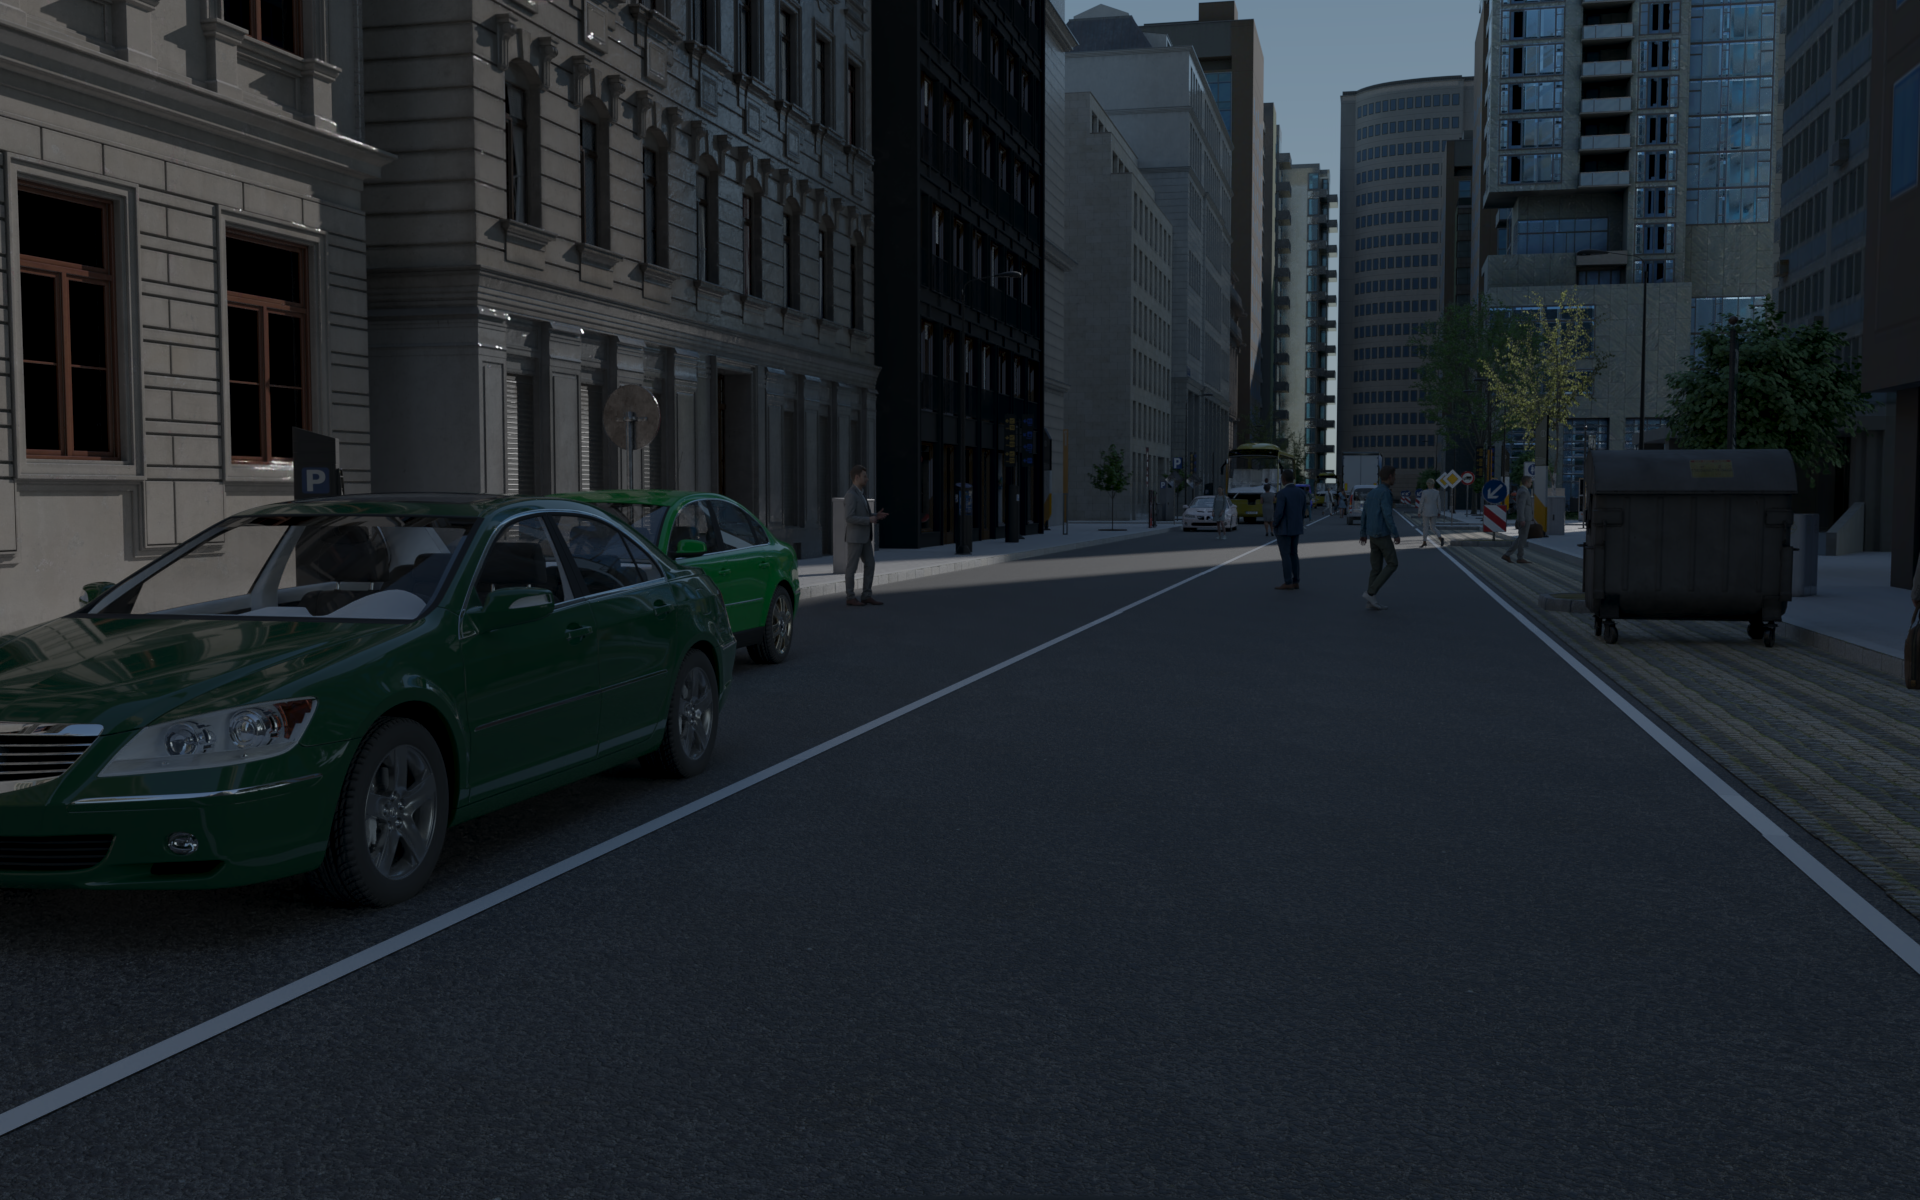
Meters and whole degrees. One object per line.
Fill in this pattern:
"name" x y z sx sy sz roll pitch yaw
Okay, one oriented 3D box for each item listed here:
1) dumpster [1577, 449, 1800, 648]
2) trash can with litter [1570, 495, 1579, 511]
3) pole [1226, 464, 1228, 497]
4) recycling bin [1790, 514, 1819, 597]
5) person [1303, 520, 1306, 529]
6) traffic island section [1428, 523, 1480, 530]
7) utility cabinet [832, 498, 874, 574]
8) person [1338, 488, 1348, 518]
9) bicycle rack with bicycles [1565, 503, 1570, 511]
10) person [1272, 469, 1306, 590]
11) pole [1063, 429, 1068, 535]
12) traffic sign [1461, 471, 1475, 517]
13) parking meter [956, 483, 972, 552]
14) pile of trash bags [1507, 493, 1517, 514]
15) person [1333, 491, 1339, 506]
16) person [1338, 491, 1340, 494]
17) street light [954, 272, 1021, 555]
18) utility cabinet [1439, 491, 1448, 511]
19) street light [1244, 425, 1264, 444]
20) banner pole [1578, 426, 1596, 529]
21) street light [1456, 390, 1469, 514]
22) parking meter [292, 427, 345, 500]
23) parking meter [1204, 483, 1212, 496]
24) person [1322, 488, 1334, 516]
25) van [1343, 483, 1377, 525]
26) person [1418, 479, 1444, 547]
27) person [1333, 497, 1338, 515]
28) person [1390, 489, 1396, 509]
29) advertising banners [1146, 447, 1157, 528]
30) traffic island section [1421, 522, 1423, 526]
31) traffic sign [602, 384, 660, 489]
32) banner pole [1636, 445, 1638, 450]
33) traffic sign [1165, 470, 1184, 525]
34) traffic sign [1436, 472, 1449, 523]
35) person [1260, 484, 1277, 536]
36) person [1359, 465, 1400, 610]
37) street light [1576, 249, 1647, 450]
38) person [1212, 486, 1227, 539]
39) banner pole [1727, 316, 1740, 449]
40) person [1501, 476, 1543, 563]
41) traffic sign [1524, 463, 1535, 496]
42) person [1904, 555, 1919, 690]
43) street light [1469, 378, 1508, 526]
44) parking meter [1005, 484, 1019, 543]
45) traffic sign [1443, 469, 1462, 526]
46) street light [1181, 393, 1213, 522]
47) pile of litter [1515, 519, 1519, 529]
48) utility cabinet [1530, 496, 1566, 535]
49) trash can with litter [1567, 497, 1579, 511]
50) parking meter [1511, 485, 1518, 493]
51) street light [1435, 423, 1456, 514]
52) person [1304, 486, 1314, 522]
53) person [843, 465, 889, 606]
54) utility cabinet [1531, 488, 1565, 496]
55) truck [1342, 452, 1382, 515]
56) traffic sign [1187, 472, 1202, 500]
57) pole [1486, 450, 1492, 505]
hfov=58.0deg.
"dumpster" 6.980 -0.519 16.708 1.865 1.857 1.264 1 4 15
"trash can with litter" 30.713 -4.684 87.636 2.233 1.210 1.678 1 4 20
"pole" 18.396 -7.673 119.302 0.158 3.312 0.155 0 3 0
"recycling bin" 10.434 -0.578 22.012 0.722 1.027 0.722 3 5 40
"person" 13.787 -3.676 70.405 0.589 1.601 0.330 0 4 -5
"traffic island section" 19.887 -2.917 69.975 2.009 0.180 2.903 1 4 13
"utility cabinet" -1.727 -1.044 28.235 0.306 1.237 1.020 1 4 21
"person" 22.844 -5.793 103.312 0.616 1.811 0.778 1 4 17
"bicycle rack with bicycles" 37.101 -5.634 105.500 2.852 0.926 2.925 0 4 -5
"person" 4.946 -1.058 25.973 0.721 1.800 0.419 -3 5 -43
"pole" 3.321 -3.710 54.504 0.158 3.312 0.155 0 3 0
"traffic sign" 28.237 -5.889 96.398 0.768 2.556 0.104 1 4 17
"parking meter" 0.087 -1.815 38.086 0.372 1.533 0.369 0 3 0
"pile of trash bags" 33.965 -5.839 105.227 1.912 1.369 3.447 0 4 4
"person" 37.620 -10.011 172.900 1.217 1.735 0.721 -2 4 -28
"person" 38.260 -10.101 174.469 0.721 1.723 1.217 0 4 -6
"street light" 0.592 -3.907 36.422 1.470 5.913 1.316 1 4 13
"utility cabinet" 36.021 -7.361 129.032 0.318 1.500 1.173 0 4 -2
"street light" 19.759 -8.833 116.955 1.470 5.913 1.316 1 4 13
"banner pole" 23.284 -4.535 64.166 0.863 3.779 0.401 -2 4 -34
"street light" 23.112 -6.410 77.338 1.470 5.913 1.316 1 4 13
"parking meter" -5.605 -0.579 15.175 0.399 1.863 0.255 -1 4 -13
"parking meter" 12.793 -5.117 89.367 0.399 1.863 0.255 3 5 41
"person" 24.161 -6.441 113.695 0.514 1.842 0.818 -3 5 -43
"van" 19.029 -4.545 81.325 2.013 2.044 4.112 1 4 11
"person" 12.604 -2.318 46.285 0.514 1.842 0.818 -2 4 -29
"person" 25.818 -6.484 119.190 0.332 1.250 0.352 -1 4 -14
"person" 31.875 -7.324 128.234 0.794 1.824 0.713 -2 4 -24
"advertising banners" 7.200 -4.227 65.304 0.090 3.025 2.074 1 4 18
"traffic island section" 21.752 -3.392 77.740 2.009 0.180 2.903 1 4 13
"traffic sign" -3.834 -1.225 20.129 0.768 2.556 0.104 1 4 21
"banner pole" 30.415 -5.323 77.054 0.401 3.779 0.863 -3 5 -39
"traffic sign" 8.982 -4.213 72.528 0.795 2.450 0.064 1 4 13
"traffic sign" 21.728 -4.528 77.668 0.795 2.450 0.064 1 4 13
"person" 10.568 -3.066 58.988 0.716 1.782 0.532 0 4 3
"person" 5.166 -0.767 21.391 0.444 1.785 0.601 0 4 -7
"street light" 12.380 -3.690 32.881 1.470 5.913 1.316 1 4 13
"person" 8.257 -2.780 54.955 0.512 1.701 0.522 2 4 31
"banner pole" 10.981 -2.117 24.630 0.401 3.779 0.863 2 4 32
"person" 11.619 -1.654 35.669 0.853 1.813 0.709 0 4 8
"traffic sign" 18.236 -3.239 55.085 0.606 2.300 0.079 1 4 18
"person" 4.884 0.027 8.185 0.709 1.813 0.853 1 4 20
"street light" 21.281 -5.931 69.516 1.470 5.913 1.316 1 4 13
"parking meter" 1.375 -2.287 45.797 0.372 1.533 0.369 0 3 0
"traffic sign" 19.863 -4.053 69.903 0.795 2.450 0.064 1 4 13
"street light" 10.989 -6.577 80.075 1.470 5.913 1.316 1 4 13
"pile of litter" 20.885 -3.014 63.251 1.719 0.858 1.176 -3 5 -43
"utility cabinet" 18.385 -2.632 54.195 1.020 1.237 0.306 2 4 24
"trash can with litter" 36.037 -5.528 101.772 1.055 1.170 0.624 0 4 7
"parking meter" 36.303 -6.587 113.413 0.399 1.863 0.255 0 4 5
"street light" 31.932 -8.640 113.802 1.470 5.913 1.316 1 4 13
"person" 17.585 -4.854 87.842 0.713 1.824 0.794 -1 4 -21
"person" -1.219 -0.825 22.194 0.583 1.804 0.606 1 4 10
"utility cabinet" 22.327 -3.494 65.811 1.173 1.500 0.318 0 4 -1
"truck" 28.138 -8.073 120.908 2.839 4.237 11.283 1 4 15
"traffic sign" 10.847 -4.688 80.293 0.795 2.450 0.064 1 4 13
"pole" 24.367 -5.254 79.743 0.158 3.312 0.155 0 3 0
